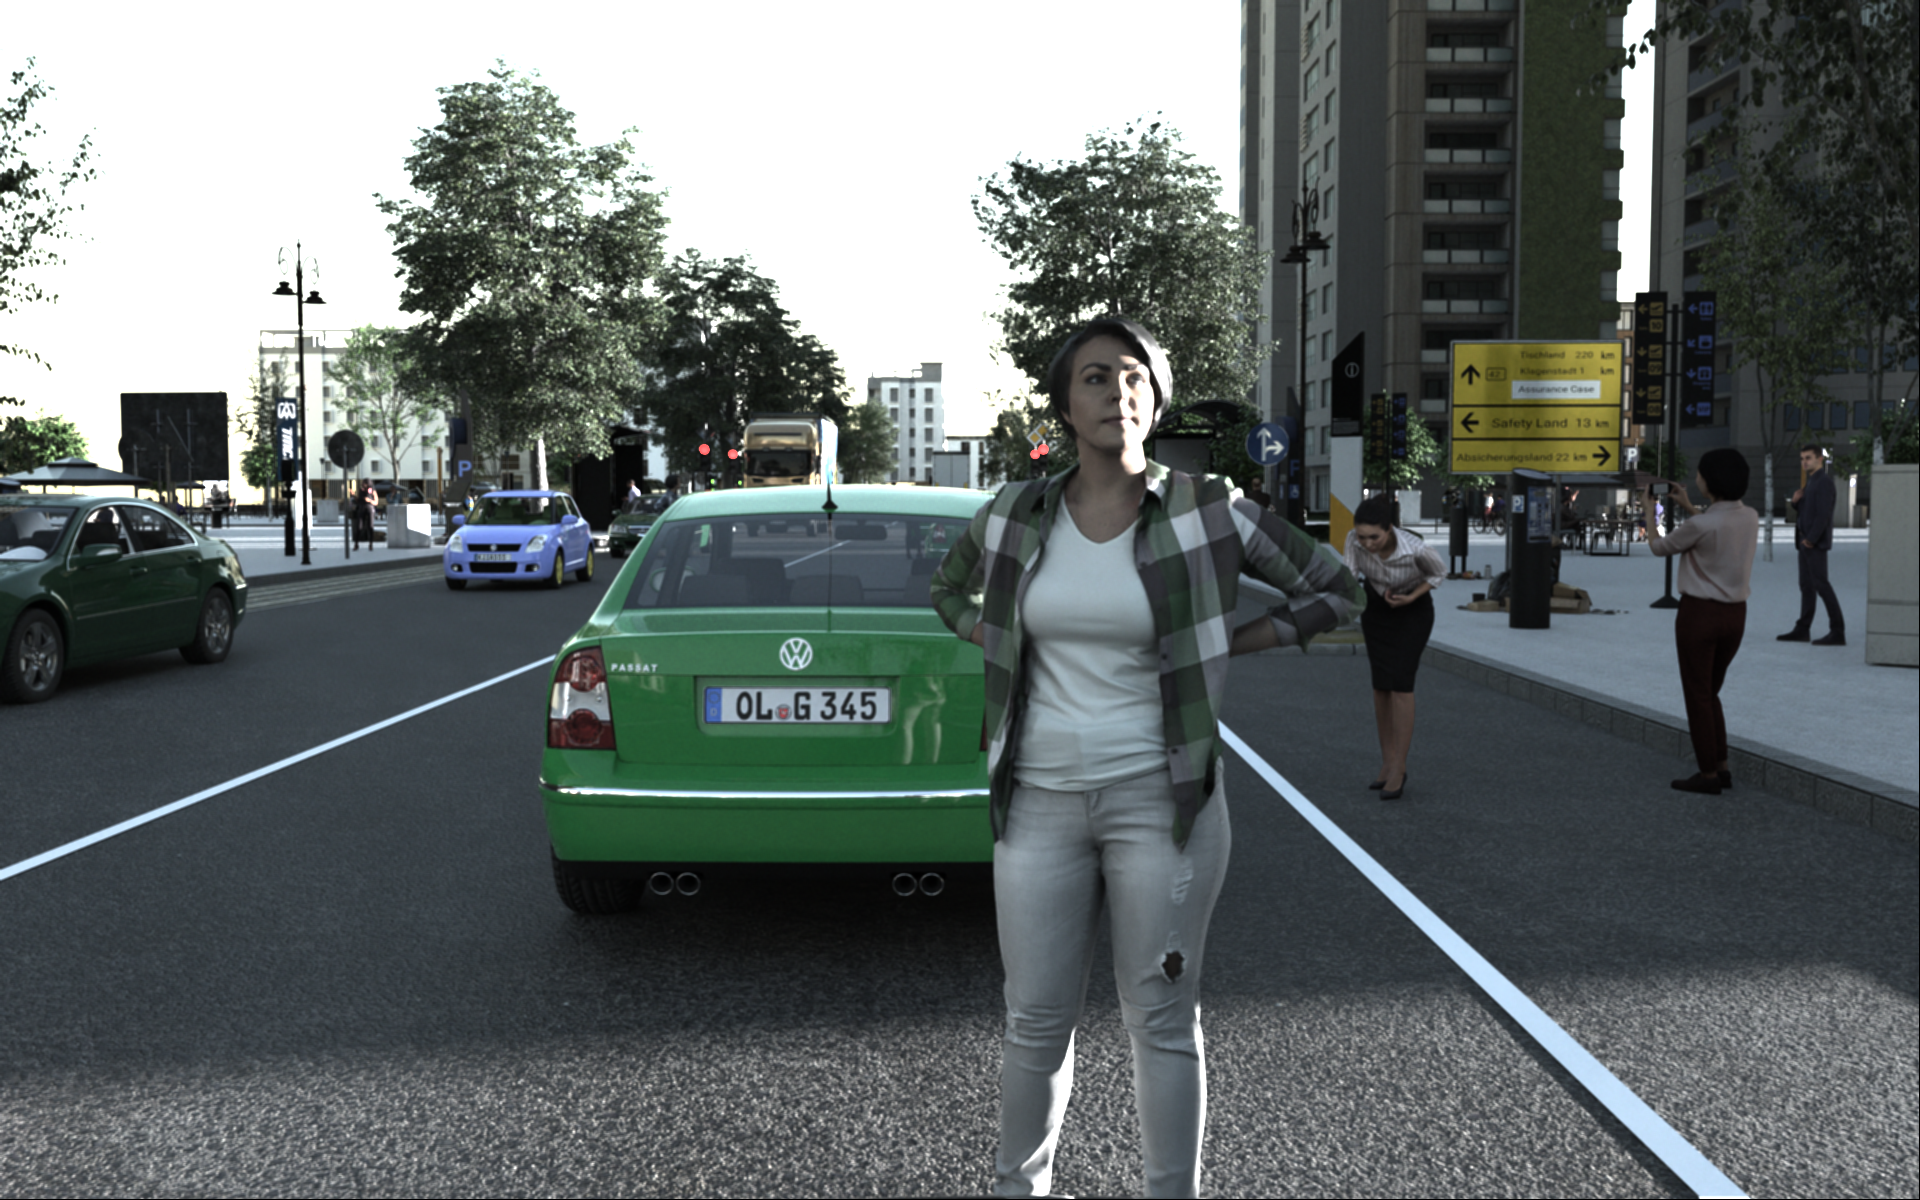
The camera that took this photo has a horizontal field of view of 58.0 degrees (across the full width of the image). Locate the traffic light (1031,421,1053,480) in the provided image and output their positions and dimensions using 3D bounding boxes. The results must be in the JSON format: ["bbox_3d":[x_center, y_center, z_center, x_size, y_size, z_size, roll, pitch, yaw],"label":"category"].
[{"bbox_3d":[3.155,-4.728,66.223,0.839,4.253,0.868,0,4,0],"label":"traffic light"}]

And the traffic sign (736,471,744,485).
[{"bbox_3d":[-12.161,-5.905,96.648,0.768,2.556,0.104,1,4,10],"label":"traffic sign"}]

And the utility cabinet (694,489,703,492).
[{"bbox_3d":[-12.183,-4.418,80.906,0.318,1.500,1.173,0,4,-3],"label":"utility cabinet"}]

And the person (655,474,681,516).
[{"bbox_3d":[-4.478,-1.070,26.714,0.376,1.734,0.841,0,4,5],"label":"person"}]

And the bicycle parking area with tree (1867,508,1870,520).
[{"bbox_3d":[49.957,-5.991,84.950,9.016,4.147,8.231,-1,4,-15],"label":"bicycle parking area with tree"}]

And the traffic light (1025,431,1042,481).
[{"bbox_3d":[3.190,-5.216,74.208,0.839,4.253,0.868,0,4,0],"label":"traffic light"}]

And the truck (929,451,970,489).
[{"bbox_3d":[-0.677,-7.948,118.860,2.839,4.237,11.283,0,4,-1],"label":"truck"}]

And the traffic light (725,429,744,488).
[{"bbox_3d":[-9.671,-5.219,74.249,0.839,4.253,0.868,0,4,0],"label":"traffic light"}]

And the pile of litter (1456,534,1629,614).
[{"bbox_3d":[6.362,-0.302,18.909,1.719,0.858,1.176,3,4,38],"label":"pile of litter"}]

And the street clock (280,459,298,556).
[{"bbox_3d":[-13.935,-1.921,35.974,0.358,2.002,0.471,-1,4,-14],"label":"street clock"}]

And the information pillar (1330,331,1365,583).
[{"bbox_3d":[5.615,-2.064,25.093,0.504,3.616,0.183,3,5,39],"label":"information pillar"}]

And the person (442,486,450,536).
[{"bbox_3d":[-15.480,-2.701,52.754,0.613,1.512,0.480,-1,4,-21],"label":"person"}]

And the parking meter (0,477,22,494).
[{"bbox_3d":[-14.487,-1.099,26.381,0.372,1.533,0.369,0,3,0],"label":"parking meter"}]

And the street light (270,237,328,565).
[{"bbox_3d":[-11.934,-3.587,31.428,0.468,5.910,1.993,0,4,0],"label":"street light"}]

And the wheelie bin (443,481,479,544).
[{"bbox_3d":[-12.177,-2.106,42.341,0.980,1.594,0.693,2,4,29],"label":"wheelie bin"}]

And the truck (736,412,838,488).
[{"bbox_3d":[-5.988,-4.455,61.751,2.839,4.237,11.283,0,3,0],"label":"truck"}]

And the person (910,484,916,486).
[{"bbox_3d":[-0.967,-1.715,38.003,0.593,1.643,0.415,1,4,15],"label":"person"}]

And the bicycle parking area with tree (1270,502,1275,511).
[{"bbox_3d":[15.776,-8.138,120.061,8.231,4.147,9.016,-3,5,-44],"label":"bicycle parking area with tree"}]

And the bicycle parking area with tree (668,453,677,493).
[{"bbox_3d":[-23.628,-8.488,125.776,8.231,4.147,9.016,0,4,-4],"label":"bicycle parking area with tree"}]

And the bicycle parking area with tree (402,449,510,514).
[{"bbox_3d":[-31.556,-7.692,112.762,8.231,4.147,9.016,-3,4,-38],"label":"bicycle parking area with tree"}]

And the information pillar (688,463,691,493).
[{"bbox_3d":[-15.324,-6.528,98.085,0.183,3.616,0.504,0,4,6],"label":"information pillar"}]

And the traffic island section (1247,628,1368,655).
[{"bbox_3d":[2.972,0.393,16.442,1.991,0.108,1.994,0,4,0],"label":"traffic island section"}]

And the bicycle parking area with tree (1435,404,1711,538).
[{"bbox_3d":[19.665,-4.100,54.045,8.231,4.147,9.016,0,4,-3],"label":"bicycle parking area with tree"}]

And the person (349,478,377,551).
[{"bbox_3d":[-13.506,-1.939,39.221,0.593,1.643,0.415,-3,5,-42],"label":"person"}]

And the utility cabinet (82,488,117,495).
[{"bbox_3d":[-33.165,-3.557,66.832,1.173,1.500,0.318,-3,4,-37],"label":"utility cabinet"}]

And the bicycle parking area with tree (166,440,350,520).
[{"bbox_3d":[-37.140,-6.207,88.485,8.231,4.147,9.016,-3,5,-44],"label":"bicycle parking area with tree"}]

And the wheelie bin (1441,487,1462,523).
[{"bbox_3d":[21.208,-4.080,74.623,0.980,1.594,0.693,-3,5,-42],"label":"wheelie bin"}]

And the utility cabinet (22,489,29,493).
[{"bbox_3d":[-40.270,-3.978,73.723,1.173,1.500,0.318,-2,4,-25],"label":"utility cabinet"}]

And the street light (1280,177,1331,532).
[{"bbox_3d":[5.081,-3.233,25.653,0.468,5.910,1.993,0,4,0],"label":"street light"}]

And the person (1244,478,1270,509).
[{"bbox_3d":[4.945,-1.263,28.966,0.482,1.546,0.388,0,4,7],"label":"person"}]

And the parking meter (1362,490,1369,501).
[{"bbox_3d":[18.276,-4.444,78.378,0.399,1.863,0.255,-3,5,-40],"label":"parking meter"}]

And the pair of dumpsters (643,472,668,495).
[{"bbox_3d":[-13.792,-4.456,75.348,1.574,2.255,4.437,0,4,0],"label":"pair of dumpsters"}]

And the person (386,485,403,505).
[{"bbox_3d":[-17.437,-2.766,53.477,0.499,1.552,0.429,0,4,2],"label":"person"}]

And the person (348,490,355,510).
[{"bbox_3d":[-25.164,-3.748,71.741,0.963,1.587,0.435,3,5,44],"label":"person"}]

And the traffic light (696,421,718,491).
[{"bbox_3d":[-9.706,-4.730,66.264,0.839,4.253,0.868,0,4,0],"label":"traffic light"}]

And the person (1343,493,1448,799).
[{"bbox_3d":[1.989,0.214,8.185,0.628,1.438,0.799,0,4,-3],"label":"person"}]

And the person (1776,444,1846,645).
[{"bbox_3d":[7.331,-0.484,14.876,0.530,1.710,0.541,2,4,24],"label":"person"}]

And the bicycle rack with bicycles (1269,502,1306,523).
[{"bbox_3d":[14.254,-3.866,76.584,2.852,0.926,2.925,3,5,40],"label":"bicycle rack with bicycles"}]

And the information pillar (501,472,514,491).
[{"bbox_3d":[-15.414,-3.337,59.047,0.304,2.012,0.304,1,4,13],"label":"information pillar"}]

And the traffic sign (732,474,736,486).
[{"bbox_3d":[-12.838,-6.059,99.170,0.768,2.556,0.104,0,4,2],"label":"traffic sign"}]

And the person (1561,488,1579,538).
[{"bbox_3d":[17.182,-2.539,49.026,0.593,1.643,0.415,-1,4,-17],"label":"person"}]

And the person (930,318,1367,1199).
[{"bbox_3d":[0.276,0.372,3.147,0.841,1.734,0.376,2,4,28],"label":"person"}]

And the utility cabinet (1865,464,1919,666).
[{"bbox_3d":[7.307,-0.242,12.630,1.173,1.500,0.318,3,5,43],"label":"utility cabinet"}]

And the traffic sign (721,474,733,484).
[{"bbox_3d":[-12.650,-5.760,94.281,0.768,2.556,0.104,0,4,1],"label":"traffic sign"}]

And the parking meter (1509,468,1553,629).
[{"bbox_3d":[5.467,-0.500,16.582,0.372,1.533,0.369,0,3,0],"label":"parking meter"}]

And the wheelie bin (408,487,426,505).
[{"bbox_3d":[-24.003,-4.199,76.556,0.693,1.594,0.980,-1,4,-10],"label":"wheelie bin"}]

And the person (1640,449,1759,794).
[{"bbox_3d":[3.567,0.096,8.394,0.517,1.644,0.566,1,4,18],"label":"person"}]

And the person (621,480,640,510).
[{"bbox_3d":[-9.526,-2.536,49.833,0.599,1.838,0.709,1,4,15],"label":"person"}]

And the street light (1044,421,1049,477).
[{"bbox_3d":[5.410,-8.365,109.555,0.468,5.910,1.993,0,4,0],"label":"street light"}]

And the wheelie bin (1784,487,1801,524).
[{"bbox_3d":[36.336,-4.125,75.360,0.693,1.594,0.980,-2,4,-35],"label":"wheelie bin"}]

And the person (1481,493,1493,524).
[{"bbox_3d":[22.744,-3.961,74.708,0.435,1.345,0.340,-3,5,-41],"label":"person"}]
